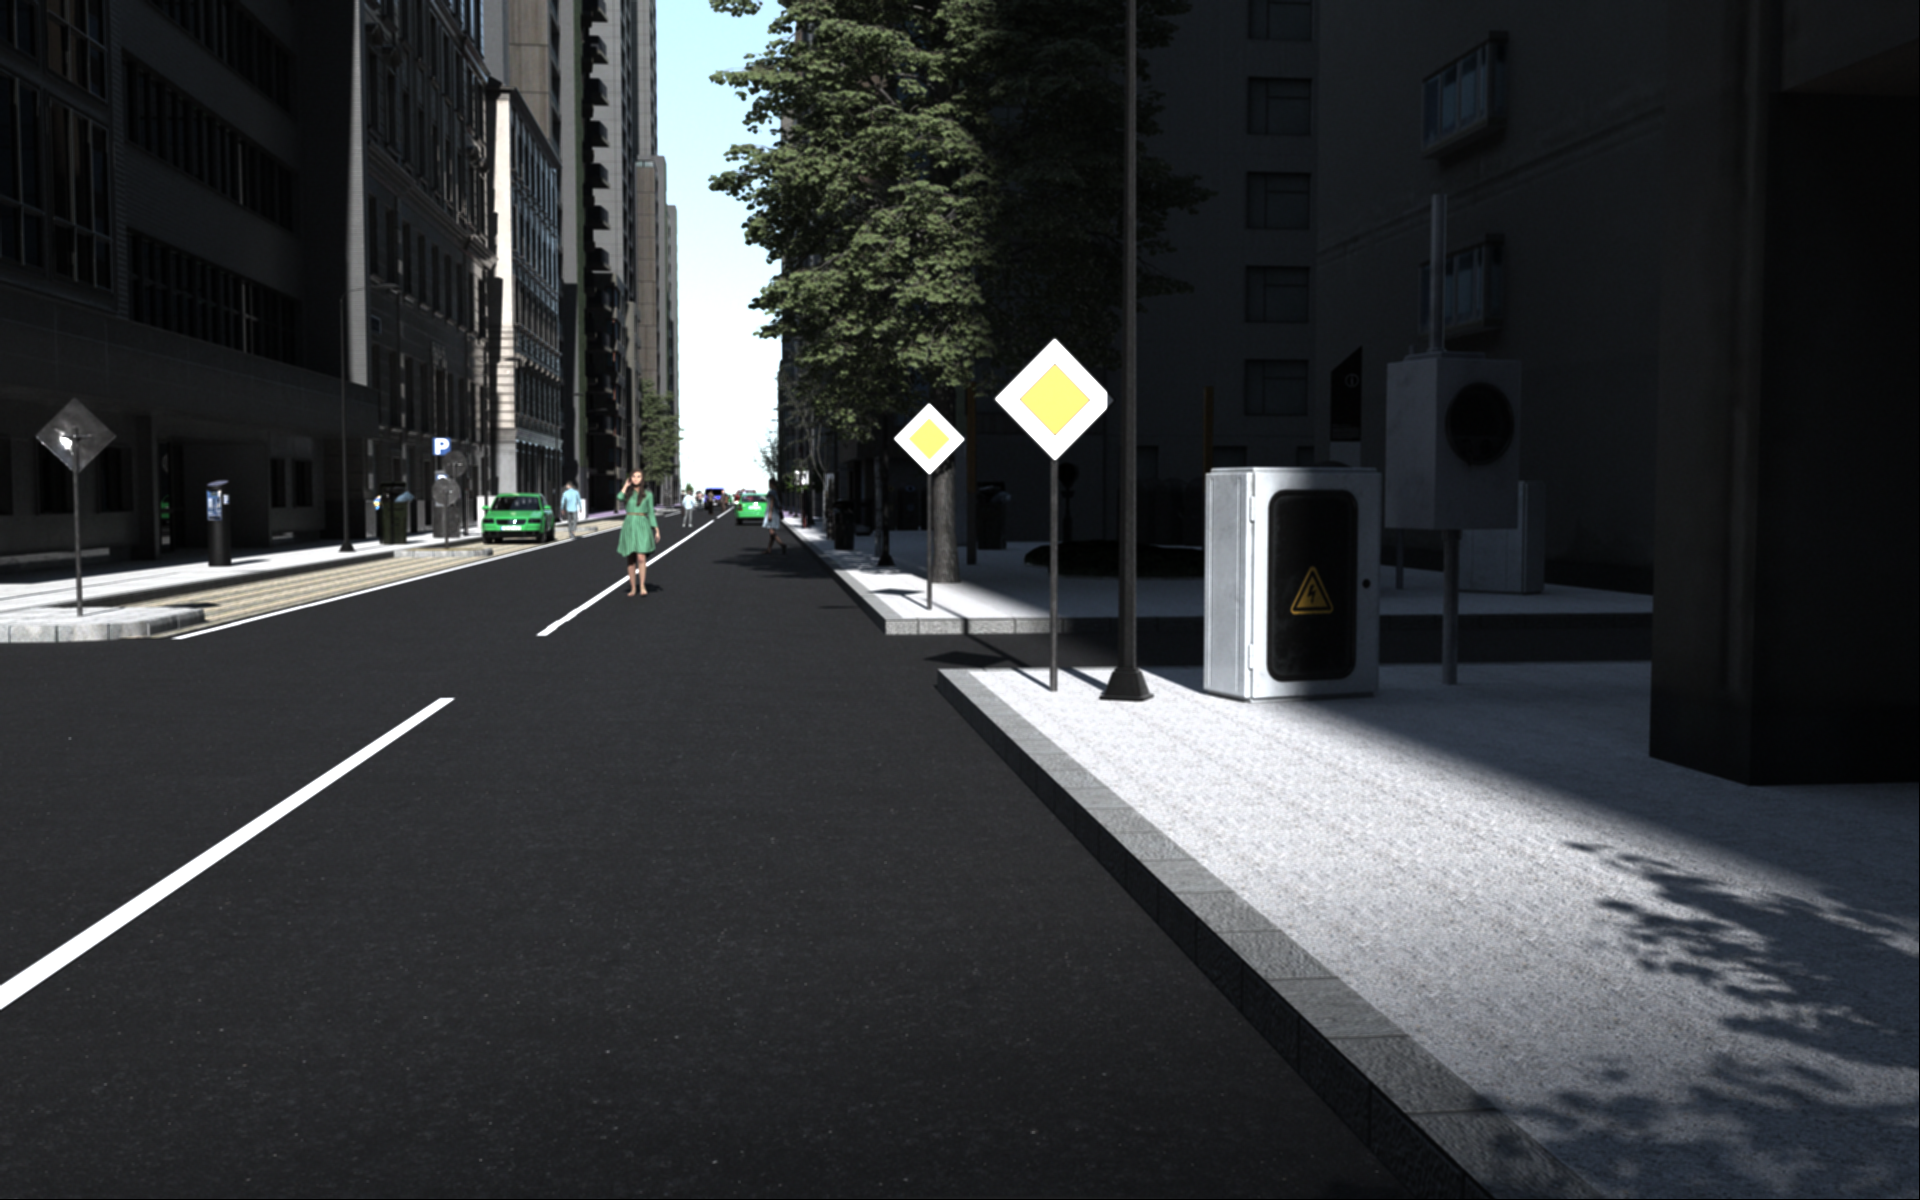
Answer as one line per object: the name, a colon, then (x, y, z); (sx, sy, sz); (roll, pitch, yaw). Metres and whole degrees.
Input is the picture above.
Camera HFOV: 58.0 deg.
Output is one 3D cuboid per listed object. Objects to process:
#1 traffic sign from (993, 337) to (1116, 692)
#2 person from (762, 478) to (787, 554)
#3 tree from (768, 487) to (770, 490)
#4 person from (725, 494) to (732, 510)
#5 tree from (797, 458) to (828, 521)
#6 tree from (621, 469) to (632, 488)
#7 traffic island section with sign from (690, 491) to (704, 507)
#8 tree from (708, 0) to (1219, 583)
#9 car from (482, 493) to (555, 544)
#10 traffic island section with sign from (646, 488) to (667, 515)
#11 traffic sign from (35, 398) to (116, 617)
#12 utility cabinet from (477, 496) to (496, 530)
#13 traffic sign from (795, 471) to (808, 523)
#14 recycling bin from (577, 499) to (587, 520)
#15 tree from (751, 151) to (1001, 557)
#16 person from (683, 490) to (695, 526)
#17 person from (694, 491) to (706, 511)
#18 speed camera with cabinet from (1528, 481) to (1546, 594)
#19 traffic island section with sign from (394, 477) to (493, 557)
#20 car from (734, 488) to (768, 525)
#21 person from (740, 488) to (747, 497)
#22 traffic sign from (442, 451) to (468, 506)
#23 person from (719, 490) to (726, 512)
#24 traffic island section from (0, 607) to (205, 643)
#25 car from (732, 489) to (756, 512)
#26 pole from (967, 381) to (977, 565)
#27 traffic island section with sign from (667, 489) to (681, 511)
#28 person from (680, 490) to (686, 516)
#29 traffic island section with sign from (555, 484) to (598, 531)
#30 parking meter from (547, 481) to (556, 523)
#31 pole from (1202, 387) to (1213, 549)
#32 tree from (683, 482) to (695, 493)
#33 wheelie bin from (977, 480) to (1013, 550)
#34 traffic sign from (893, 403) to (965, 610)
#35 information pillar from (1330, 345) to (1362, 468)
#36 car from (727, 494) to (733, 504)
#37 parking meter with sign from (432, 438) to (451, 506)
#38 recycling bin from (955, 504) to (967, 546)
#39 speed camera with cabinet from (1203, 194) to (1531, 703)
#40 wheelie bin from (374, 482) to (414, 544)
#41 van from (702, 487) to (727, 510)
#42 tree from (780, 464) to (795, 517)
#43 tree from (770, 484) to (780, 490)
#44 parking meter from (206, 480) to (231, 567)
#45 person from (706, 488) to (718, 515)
traffic sign: (0.606, -0.463, 11.206); (0.795, 2.450, 0.064); (0, 4, -7)
person: (-4.400, -2.001, 41.316); (0.778, 1.811, 0.616); (2, 4, 35)
tree: (-21.642, -12.662, 201.617); (1.663, 3.219, 1.824); (0, 3, 0)
person: (-20.741, -8.685, 153.763); (1.065, 1.426, 0.557); (0, 4, 1)
tree: (-6.881, -5.437, 83.489); (1.663, 3.219, 1.824); (0, 3, 0)
tree: (-24.869, -8.335, 130.879); (1.663, 3.219, 1.824); (0, 3, 0)
traffic island section with sign: (-34.029, -13.272, 225.624); (1.989, 1.847, 2.006); (0, 4, -7)
tree: (0.061, -6.499, 24.392); (7.486, 12.596, 7.792); (0, 3, 0)
car: (-12.940, -2.571, 50.837); (1.959, 1.807, 4.718); (-1, 4, -8)
traffic island section with sign: (-21.125, -6.660, 117.514); (1.989, 1.847, 2.006); (0, 4, -7)
traffic sign: (-9.225, -0.884, 18.098); (0.795, 2.450, 0.064); (0, 4, -7)
utility cabinet: (-16.898, -3.142, 62.531); (1.020, 1.237, 0.306); (0, 4, 5)
traffic sign: (-6.949, -4.530, 76.187); (0.606, 2.300, 0.079); (0, 4, 2)
recycling bin: (-19.140, -4.552, 86.980); (0.722, 1.027, 0.722); (0, 4, -6)
tree: (-1.496, -5.190, 35.217); (4.360, 8.622, 3.978); (0, 3, 0)
person: (-12.000, -4.059, 76.679); (0.589, 1.601, 0.330); (1, 4, 12)
person: (-22.150, -8.465, 147.610); (1.217, 1.736, 0.721); (-1, 4, -13)
speed camera with cabinet: (6.645, -1.741, 22.800); (2.038, 3.252, 0.660); (3, 5, 45)
traffic island section with sign: (-11.865, -1.915, 39.932); (1.989, 1.847, 2.006); (0, 4, -7)
car: (-9.611, -4.430, 81.227); (1.959, 1.807, 4.718); (0, 4, -6)
person: (-15.902, -7.236, 126.680); (0.599, 1.838, 0.709); (1, 4, 15)
traffic sign: (-14.859, -3.108, 50.929); (0.768, 2.556, 0.104); (0, 4, 1)
person: (-18.690, -7.785, 136.344); (0.434, 1.755, 0.990); (-2, 4, -35)
traffic island section: (-9.247, 0.252, 18.157); (2.009, 0.180, 2.903); (0, 4, -7)
car: (-17.226, -8.017, 139.745); (2.281, 1.827, 5.304); (0, 4, -7)
pole: (0.214, -2.300, 31.454); (0.158, 3.312, 0.155); (0, 3, 0)
traffic island section with sign: (-24.316, -8.297, 144.280); (1.989, 1.847, 2.006); (0, 4, -7)
person: (-17.711, -6.275, 111.907); (0.742, 1.727, 0.445); (0, 4, 7)
traffic island section with sign: (-15.089, -3.574, 67.060); (1.989, 1.847, 2.006); (0, 4, -7)
parking meter: (-18.051, -4.332, 76.547); (0.255, 1.863, 0.399); (1, 4, 10)
pole: (4.713, -2.392, 32.954); (0.158, 3.312, 0.155); (0, 3, 0)
tree: (-39.360, -15.678, 250.934); (1.663, 3.219, 1.824); (0, 3, 0)
wheelie bin: (0.741, -1.971, 40.138); (0.980, 1.594, 0.693); (1, 4, 13)
traffic sign: (-0.341, -0.948, 19.135); (0.795, 2.450, 0.064); (0, 4, -7)
information pillar: (6.099, -2.202, 27.353); (0.504, 3.616, 0.183); (1, 4, 13)
car: (-33.011, -14.408, 244.365); (1.959, 1.807, 4.718); (-1, 4, -8)
parking meter with sign: (-15.788, -3.455, 52.743); (0.543, 3.016, 1.738); (-1, 4, -15)
recycling bin: (-0.044, -1.855, 42.887); (0.722, 1.027, 0.722); (-1, 4, -13)
speed camera with cabinet: (2.598, -1.026, 11.114); (2.038, 3.252, 0.660); (-1, 4, -22)
wheelie bin: (-14.450, -2.224, 44.270); (0.980, 1.594, 0.693); (-2, 4, -27)
van: (-22.429, -9.440, 158.727); (2.240, 2.365, 5.245); (0, 4, -5)
tree: (-8.938, -6.169, 95.468); (1.663, 3.219, 1.824); (0, 3, 0)
tree: (-14.756, -9.307, 146.764); (1.663, 3.219, 1.824); (0, 3, 0)
parking meter: (-13.164, -1.367, 30.761); (0.372, 1.533, 0.369); (0, 3, 0)
person: (-17.379, -6.879, 120.975); (1.348, 1.823, 0.705); (3, 5, 44)
